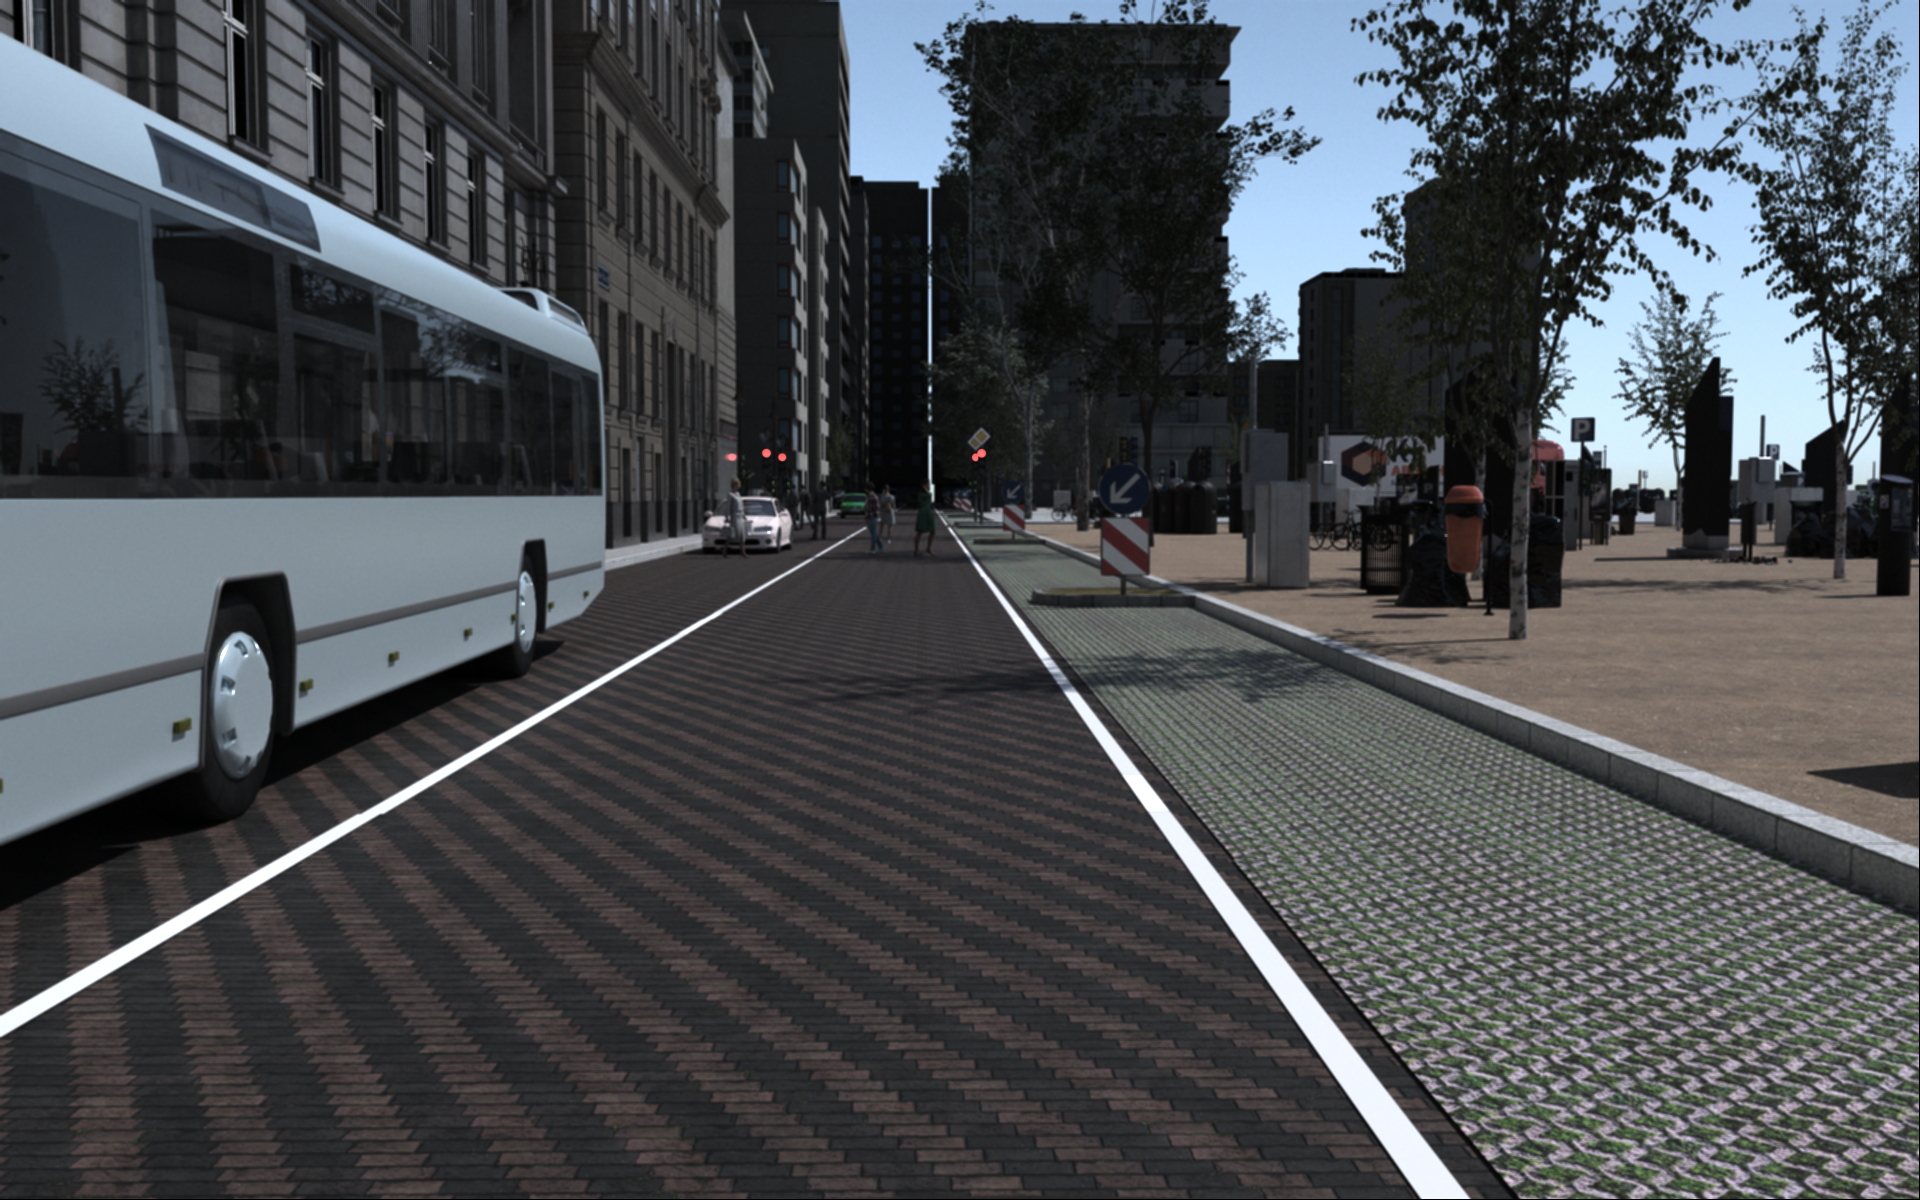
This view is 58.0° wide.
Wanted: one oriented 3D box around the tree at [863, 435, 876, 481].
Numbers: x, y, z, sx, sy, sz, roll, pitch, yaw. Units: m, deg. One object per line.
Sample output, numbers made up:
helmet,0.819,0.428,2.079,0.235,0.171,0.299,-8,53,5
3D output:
tree,-12.513,-16.215,215.479,4.360,8.622,3.978,0,3,0

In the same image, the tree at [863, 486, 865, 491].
tree,-12.381,-13.094,208.682,1.663,3.219,1.824,0,3,0

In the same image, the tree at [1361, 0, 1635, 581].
tree,7.811,-4.605,25.652,4.737,8.622,4.395,0,3,0

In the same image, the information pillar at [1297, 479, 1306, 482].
information pillar,16.759,-4.925,85.021,0.304,2.012,0.304,-2,4,-34

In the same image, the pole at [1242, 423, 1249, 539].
pole,8.239,-3.428,49.892,0.158,3.312,0.155,0,3,0

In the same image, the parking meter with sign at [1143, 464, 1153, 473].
parking meter with sign,10.797,-6.341,99.934,0.543,3.016,1.738,0,4,2

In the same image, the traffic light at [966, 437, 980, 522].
traffic light,0.713,-5.602,80.506,0.839,4.253,0.868,0,4,-1

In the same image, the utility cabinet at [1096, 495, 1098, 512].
utility cabinet,9.544,-6.720,121.033,1.020,1.237,0.306,-2,4,-35

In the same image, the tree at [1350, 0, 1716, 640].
tree,5.167,-3.963,15.162,4.360,8.622,3.978,0,3,0

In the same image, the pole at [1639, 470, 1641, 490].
pole,57.748,-9.377,147.156,0.158,3.312,0.155,0,3,0

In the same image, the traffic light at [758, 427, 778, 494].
traffic light,-8.030,-5.101,72.322,0.839,4.253,0.868,0,4,-1

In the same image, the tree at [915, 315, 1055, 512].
tree,1.816,-13.201,122.498,9.857,13.997,8.962,0,3,0

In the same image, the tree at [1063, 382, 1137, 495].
tree,9.164,-9.835,111.160,4.360,8.622,3.978,0,3,0

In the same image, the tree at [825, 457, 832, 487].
tree,-10.645,-8.430,121.550,4.285,4.588,4.351,0,3,0

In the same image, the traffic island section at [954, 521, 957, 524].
traffic island section,0.753,-3.568,80.620,2.009,0.180,2.903,0,4,-1

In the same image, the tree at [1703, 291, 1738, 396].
tree,24.847,-6.696,59.847,4.737,8.622,4.395,0,3,0

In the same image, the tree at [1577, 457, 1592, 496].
tree,32.395,-5.884,90.798,1.663,3.219,1.824,0,3,0

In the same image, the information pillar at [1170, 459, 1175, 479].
information pillar,14.227,-7.592,115.481,0.504,3.616,0.183,1,4,13

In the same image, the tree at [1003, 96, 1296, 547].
tree,4.307,-6.564,41.732,7.601,10.594,8.767,-3,4,-36

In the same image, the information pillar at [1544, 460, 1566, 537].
information pillar,12.722,-1.991,37.047,0.304,2.012,0.304,-1,4,-19

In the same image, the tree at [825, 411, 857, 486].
tree,-10.926,-12.392,152.969,4.737,8.622,4.395,0,3,0

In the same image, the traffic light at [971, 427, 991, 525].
traffic light,0.879,-5.113,72.522,0.839,4.253,0.868,0,4,-1

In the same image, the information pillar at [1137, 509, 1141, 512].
information pillar,12.763,-7.288,123.658,0.304,2.012,0.304,1,4,17

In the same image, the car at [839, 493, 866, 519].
car,-6.211,-5.757,102.921,1.959,1.807,4.718,0,4,-3

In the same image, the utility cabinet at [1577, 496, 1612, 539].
utility cabinet,18.312,-2.384,50.139,0.306,1.237,1.020,-3,5,-43

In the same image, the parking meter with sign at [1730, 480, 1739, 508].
parking meter with sign,42.200,-6.021,94.704,1.738,3.016,0.543,2,4,33

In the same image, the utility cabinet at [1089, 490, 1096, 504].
utility cabinet,7.831,-6.010,106.947,1.173,1.500,0.318,3,4,39

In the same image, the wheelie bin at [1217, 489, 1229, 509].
wheelie bin,14.755,-5.521,98.180,0.980,1.594,0.693,0,4,0

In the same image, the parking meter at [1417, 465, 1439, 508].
parking meter,9.413,-1.782,34.845,0.399,1.863,0.255,1,4,22

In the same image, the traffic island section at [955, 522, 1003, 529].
traffic island section,0.919,-3.080,72.637,2.009,0.180,2.903,0,4,-1

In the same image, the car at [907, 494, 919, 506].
car,-5.545,-12.466,212.609,1.959,1.807,4.718,0,3,0

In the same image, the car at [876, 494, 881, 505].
car,-7.694,-9.365,161.919,1.959,1.807,4.718,0,4,-1

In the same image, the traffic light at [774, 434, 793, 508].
traffic light,-8.196,-5.589,80.306,0.839,4.253,0.868,0,4,-1

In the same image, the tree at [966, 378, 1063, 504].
tree,3.447,-9.777,110.213,4.360,8.622,3.978,0,3,0

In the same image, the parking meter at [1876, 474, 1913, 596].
parking meter,11.835,-0.826,21.923,0.372,1.533,0.369,0,3,0

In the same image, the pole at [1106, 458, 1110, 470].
pole,8.407,-6.389,98.302,0.158,3.312,0.155,0,3,0

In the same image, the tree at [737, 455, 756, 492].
tree,-9.785,-4.831,73.588,1.663,3.219,1.824,0,3,0

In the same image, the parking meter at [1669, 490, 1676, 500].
parking meter,44.113,-6.043,107.222,0.372,1.533,0.369,0,3,0

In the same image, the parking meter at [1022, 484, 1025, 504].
parking meter,3.891,-5.926,102.609,0.399,1.863,0.255,-1,4,-15

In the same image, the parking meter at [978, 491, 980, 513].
parking meter,1.410,-6.831,120.095,0.372,1.533,0.369,0,3,0

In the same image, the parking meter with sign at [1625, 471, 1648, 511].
parking meter with sign,50.904,-8.224,130.729,0.543,3.016,1.738,-3,5,-41

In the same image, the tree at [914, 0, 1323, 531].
tree,5.170,-12.387,58.416,12.611,20.169,13.585,0,3,0

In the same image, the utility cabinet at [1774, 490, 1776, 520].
utility cabinet,40.515,-4.731,86.038,1.173,1.500,0.318,2,4,30

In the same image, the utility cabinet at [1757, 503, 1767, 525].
utility cabinet,33.459,-3.776,72.905,0.306,1.237,1.020,-2,4,-23

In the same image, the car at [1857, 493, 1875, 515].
car,40.162,-4.280,78.767,4.718,1.807,1.959,0,4,-2

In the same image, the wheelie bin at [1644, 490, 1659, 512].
wheelie bin,48.386,-6.926,121.148,0.980,1.594,0.693,1,4,20

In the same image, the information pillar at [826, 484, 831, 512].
information pillar,-9.432,-7.311,124.023,0.304,2.012,0.304,-1,4,-17

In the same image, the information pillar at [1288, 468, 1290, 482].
information pillar,26.994,-9.244,142.501,0.183,3.616,0.504,-1,4,-22

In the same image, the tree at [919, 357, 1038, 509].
tree,1.603,-14.691,150.563,12.009,13.543,11.850,0,3,0

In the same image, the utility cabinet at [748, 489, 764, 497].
utility cabinet,-9.477,-4.388,80.424,0.318,1.500,1.173,1,4,19

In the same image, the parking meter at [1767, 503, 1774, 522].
parking meter,37.901,-4.604,80.981,0.255,1.863,0.399,3,5,40

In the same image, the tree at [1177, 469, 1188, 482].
tree,17.590,-8.595,135.129,1.663,3.219,1.824,0,3,0

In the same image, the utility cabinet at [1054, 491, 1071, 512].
utility cabinet,7.109,-6.841,120.525,1.173,1.500,0.318,0,4,5

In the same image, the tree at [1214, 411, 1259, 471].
tree,24.659,-12.377,152.725,4.737,8.622,4.395,0,3,0
